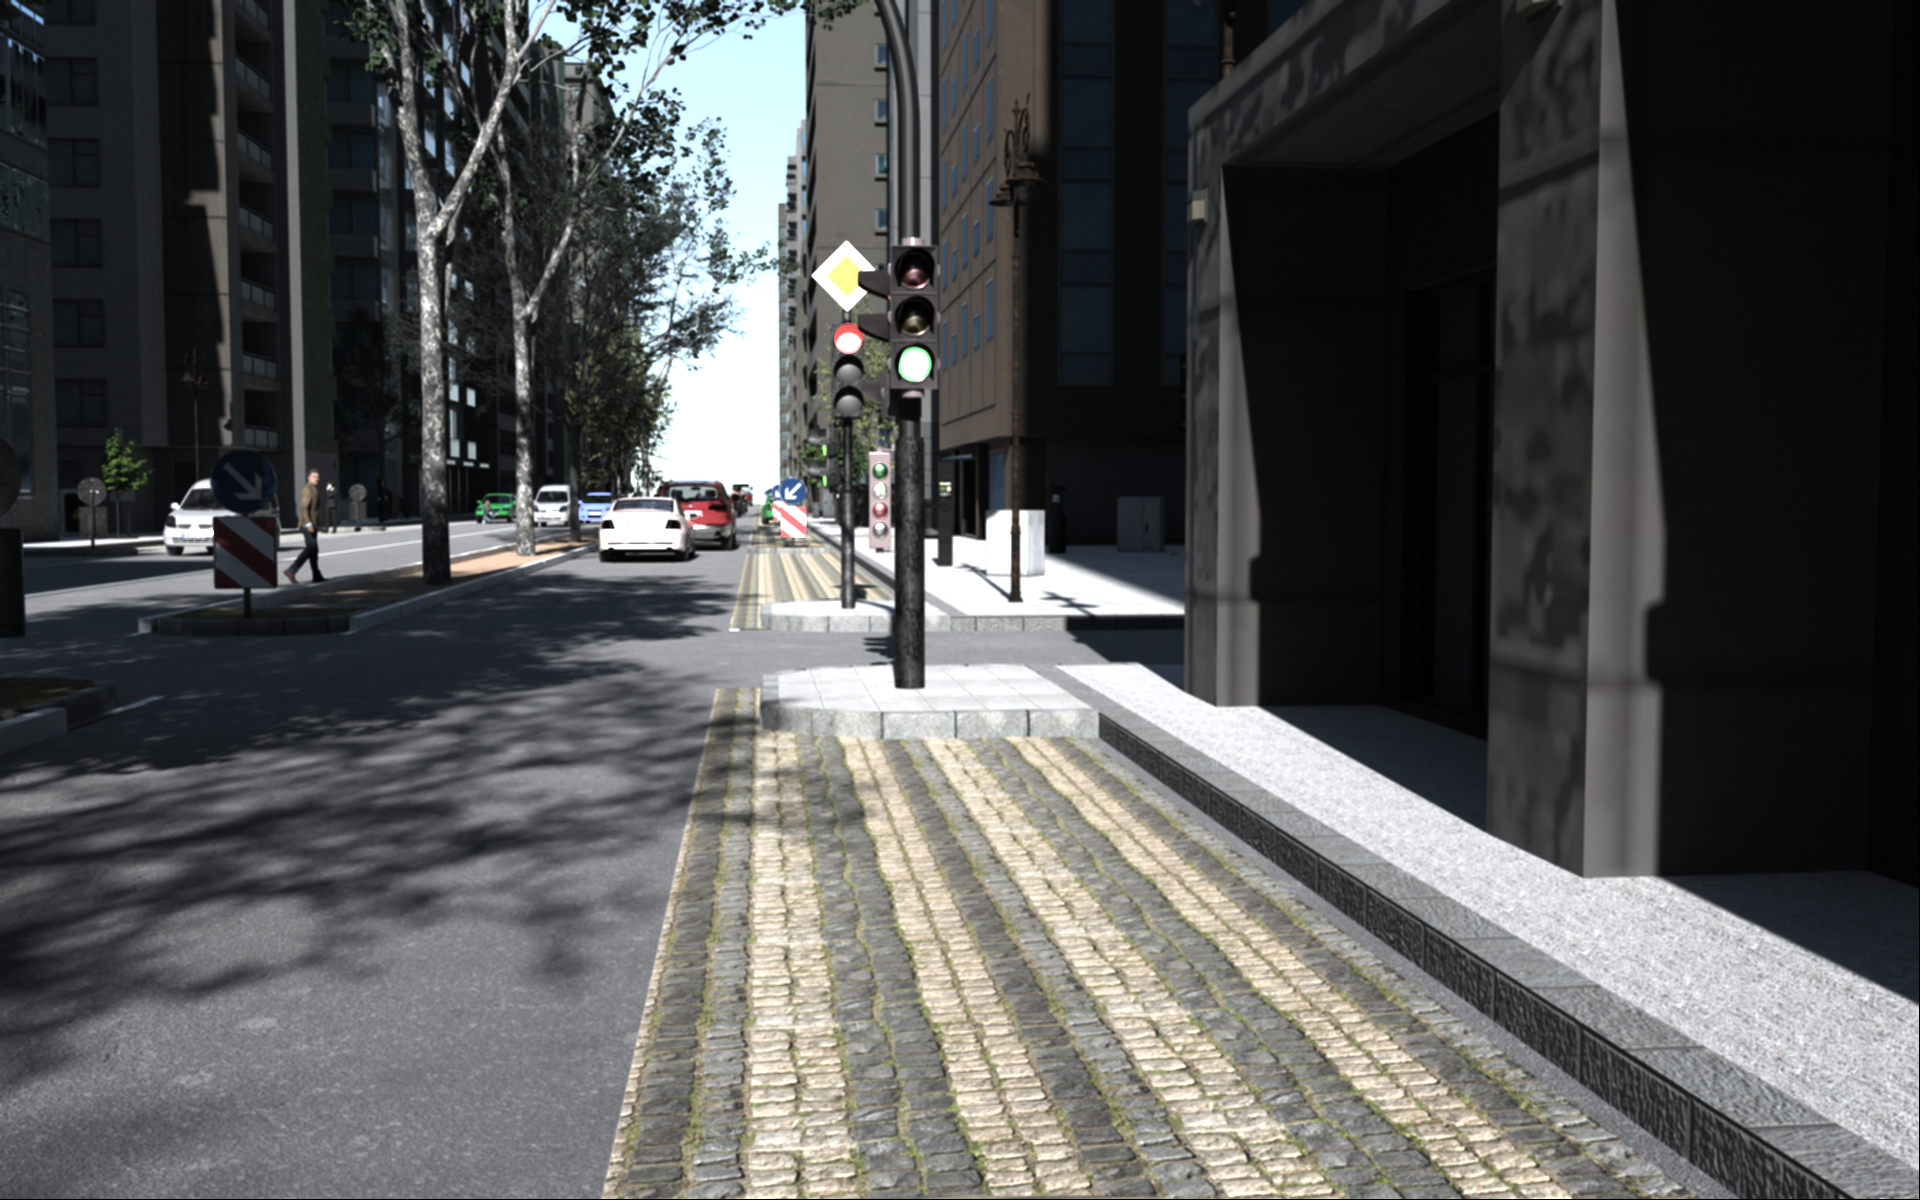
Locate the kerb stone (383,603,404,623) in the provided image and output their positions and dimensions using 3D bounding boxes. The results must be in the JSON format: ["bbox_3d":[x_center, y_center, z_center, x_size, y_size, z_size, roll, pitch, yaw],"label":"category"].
[{"bbox_3d":[-6.476,0.166,19.557,0.120,0.150,1.000,0,4,-7],"label":"kerb stone"}]

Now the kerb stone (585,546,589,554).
[{"bbox_3d":[-8.938,-1.148,40.973,0.120,0.150,1.000,0,4,-7],"label":"kerb stone"}]

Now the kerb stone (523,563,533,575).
[{"bbox_3d":[-7.768,-0.525,30.779,0.120,0.150,1.000,0,4,-7],"label":"kerb stone"}]

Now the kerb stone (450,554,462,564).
[{"bbox_3d":[-10.440,-0.822,35.630,0.120,0.150,1.000,0,4,-7],"label":"kerb stone"}]

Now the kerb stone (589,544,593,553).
[{"bbox_3d":[-9.063,-1.211,41.987,0.120,0.150,1.000,0,4,-7],"label":"kerb stone"}]

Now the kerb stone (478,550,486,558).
[{"bbox_3d":[-10.791,-1.008,38.678,0.120,0.150,1.000,0,4,-7],"label":"kerb stone"}]

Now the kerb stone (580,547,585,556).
[{"bbox_3d":[-8.826,-1.084,39.942,0.120,0.150,1.000,0,4,-7],"label":"kerb stone"}]

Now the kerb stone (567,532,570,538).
[{"bbox_3d":[-12.789,-2.064,56.026,0.120,0.150,1.000,0,4,-7],"label":"kerb stone"}]

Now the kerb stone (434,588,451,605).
[{"bbox_3d":[-6.835,-0.026,22.613,0.120,0.150,1.000,0,4,-7],"label":"kerb stone"}]

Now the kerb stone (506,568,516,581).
[{"bbox_3d":[-7.533,-0.400,28.729,0.120,0.150,1.000,0,4,-7],"label":"kerb stone"}]

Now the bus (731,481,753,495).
[{"bbox_3d":[-30.788,-15.266,244.456,2.948,3.499,13.247,0,4,-6],"label":"bus"}]

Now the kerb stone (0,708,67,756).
[{"bbox_3d":[-5.363,0.753,9.892,0.120,0.150,1.000,0,4,-7],"label":"kerb stone"}]

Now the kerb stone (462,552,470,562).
[{"bbox_3d":[-10.560,-0.877,36.648,0.120,0.150,1.000,0,4,-7],"label":"kerb stone"}]

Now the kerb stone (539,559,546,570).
[{"bbox_3d":[-8.009,-0.649,32.815,0.120,0.150,1.000,0,4,-7],"label":"kerb stone"}]

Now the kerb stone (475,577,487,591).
[{"bbox_3d":[-7.183,-0.212,25.668,0.120,0.150,1.000,0,4,-7],"label":"kerb stone"}]

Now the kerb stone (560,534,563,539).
[{"bbox_3d":[-12.559,-1.943,53.994,0.120,0.150,1.000,0,4,-7],"label":"kerb stone"}]

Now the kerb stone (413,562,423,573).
[{"bbox_3d":[-9.966,-0.570,31.567,0.120,0.150,1.000,0,4,-7],"label":"kerb stone"}]

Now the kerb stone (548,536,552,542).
[{"bbox_3d":[-12.201,-1.750,50.947,0.120,0.150,1.000,0,4,-7],"label":"kerb stone"}]

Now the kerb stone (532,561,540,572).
[{"bbox_3d":[-7.885,-0.587,31.800,0.120,0.150,1.000,0,4,-7],"label":"kerb stone"}]

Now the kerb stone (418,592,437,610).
[{"bbox_3d":[-6.710,0.037,21.595,0.120,0.150,1.000,0,4,-7],"label":"kerb stone"}]

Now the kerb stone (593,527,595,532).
[{"bbox_3d":[-13.728,-2.568,64.179,0.120,0.150,1.000,0,4,-7],"label":"kerb stone"}]

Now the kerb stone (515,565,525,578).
[{"bbox_3d":[-7.652,-0.460,29.747,0.120,0.150,1.000,0,4,-7],"label":"kerb stone"}]

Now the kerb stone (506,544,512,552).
[{"bbox_3d":[-11.268,-1.258,42.769,0.120,0.150,1.000,0,4,-7],"label":"kerb stone"}]

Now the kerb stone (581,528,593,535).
[{"bbox_3d":[-13.602,-2.505,63.157,0.120,0.150,1.000,0,4,-7],"label":"kerb stone"}]

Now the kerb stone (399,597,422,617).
[{"bbox_3d":[-6.586,0.099,20.573,0.120,0.150,1.000,0,4,-7],"label":"kerb stone"}]

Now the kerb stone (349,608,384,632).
[{"bbox_3d":[-6.361,0.224,18.541,0.120,0.150,1.000,0,4,-7],"label":"kerb stone"}]

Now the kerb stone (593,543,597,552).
[{"bbox_3d":[-9.175,-1.273,43.004,0.120,0.150,1.000,0,4,-7],"label":"kerb stone"}]

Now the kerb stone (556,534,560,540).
[{"bbox_3d":[-12.430,-1.883,52.980,0.120,0.150,1.000,0,4,-7],"label":"kerb stone"}]

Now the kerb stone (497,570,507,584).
[{"bbox_3d":[-7.415,-0.336,27.704,0.120,0.150,1.000,0,4,-7],"label":"kerb stone"}]

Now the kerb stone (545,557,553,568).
[{"bbox_3d":[-8.118,-0.712,33.844,0.120,0.150,1.000,0,4,-7],"label":"kerb stone"}]

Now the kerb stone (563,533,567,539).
[{"bbox_3d":[-12.672,-2.007,55.010,0.120,0.150,1.000,0,4,-7],"label":"kerb stone"}]

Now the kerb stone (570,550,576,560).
[{"bbox_3d":[-8.585,-0.961,37.909,0.120,0.150,1.000,0,4,-7],"label":"kerb stone"}]

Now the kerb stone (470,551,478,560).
[{"bbox_3d":[-10.676,-0.946,37.662,0.120,0.150,1.000,0,4,-7],"label":"kerb stone"}]

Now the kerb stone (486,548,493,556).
[{"bbox_3d":[-10.908,-1.062,39.702,0.120,0.150,1.000,0,4,-7],"label":"kerb stone"}]

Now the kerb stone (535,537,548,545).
[{"bbox_3d":[-12.085,-1.694,49.927,0.120,0.150,1.000,0,4,-7],"label":"kerb stone"}]

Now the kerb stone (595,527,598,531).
[{"bbox_3d":[-13.848,-2.630,65.193,0.120,0.150,1.000,0,4,-7],"label":"kerb stone"}]

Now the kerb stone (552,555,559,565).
[{"bbox_3d":[-8.236,-0.775,34.859,0.120,0.150,1.000,0,4,-7],"label":"kerb stone"}]

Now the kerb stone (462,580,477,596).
[{"bbox_3d":[-7.062,-0.150,24.652,0.120,0.150,1.000,0,4,-7],"label":"kerb stone"}]

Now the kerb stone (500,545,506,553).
[{"bbox_3d":[-11.141,-1.195,41.739,0.120,0.150,1.000,0,4,-7],"label":"kerb stone"}]

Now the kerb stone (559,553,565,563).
[{"bbox_3d":[-8.354,-0.837,35.875,0.120,0.150,1.000,0,4,-7],"label":"kerb stone"}]

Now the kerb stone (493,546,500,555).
[{"bbox_3d":[-11.020,-1.126,40.718,0.120,0.150,1.000,0,4,-7],"label":"kerb stone"}]

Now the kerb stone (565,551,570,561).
[{"bbox_3d":[-8.472,-0.899,36.892,0.120,0.150,1.000,0,4,-7],"label":"kerb stone"}]

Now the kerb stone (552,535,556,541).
[{"bbox_3d":[-12.314,-1.821,51.962,0.120,0.150,1.000,0,4,-7],"label":"kerb stone"}]

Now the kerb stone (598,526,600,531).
[{"bbox_3d":[-13.964,-2.692,66.209,0.120,0.150,1.000,0,4,-7],"label":"kerb stone"}]

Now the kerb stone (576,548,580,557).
[{"bbox_3d":[-8.712,-1.023,38.927,0.120,0.150,1.000,0,4,-7],"label":"kerb stone"}]

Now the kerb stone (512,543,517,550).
[{"bbox_3d":[-11.378,-1.321,43.796,0.120,0.150,1.000,0,4,-7],"label":"kerb stone"}]

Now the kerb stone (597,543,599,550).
[{"bbox_3d":[-9.291,-1.335,44.021,0.120,0.150,1.000,0,4,-7],"label":"kerb stone"}]

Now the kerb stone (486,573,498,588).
[{"bbox_3d":[-7.291,-0.275,26.685,0.120,0.150,1.000,0,4,-7],"label":"kerb stone"}]

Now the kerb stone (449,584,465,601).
[{"bbox_3d":[-6.942,-0.088,23.632,0.120,0.150,1.000,0,4,-7],"label":"kerb stone"}]
